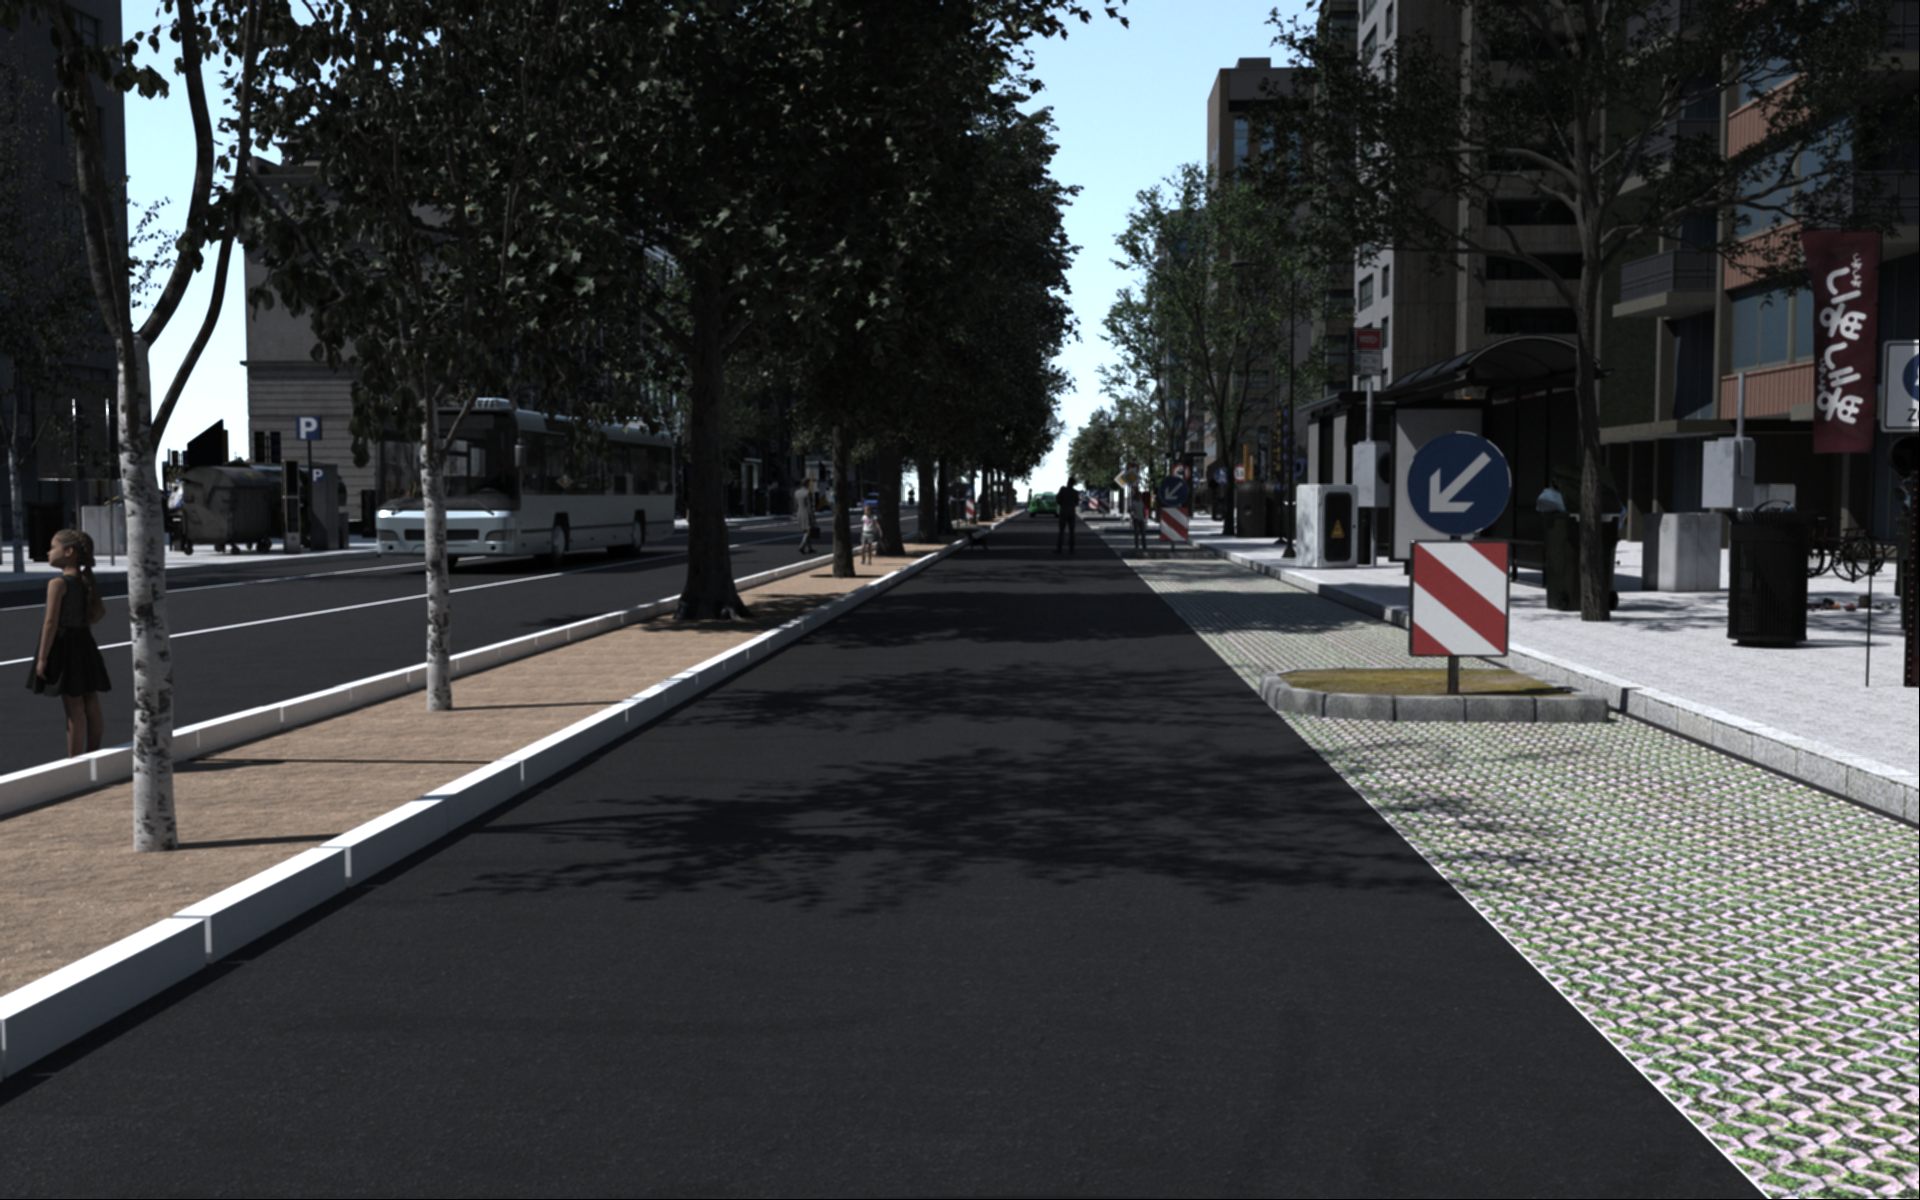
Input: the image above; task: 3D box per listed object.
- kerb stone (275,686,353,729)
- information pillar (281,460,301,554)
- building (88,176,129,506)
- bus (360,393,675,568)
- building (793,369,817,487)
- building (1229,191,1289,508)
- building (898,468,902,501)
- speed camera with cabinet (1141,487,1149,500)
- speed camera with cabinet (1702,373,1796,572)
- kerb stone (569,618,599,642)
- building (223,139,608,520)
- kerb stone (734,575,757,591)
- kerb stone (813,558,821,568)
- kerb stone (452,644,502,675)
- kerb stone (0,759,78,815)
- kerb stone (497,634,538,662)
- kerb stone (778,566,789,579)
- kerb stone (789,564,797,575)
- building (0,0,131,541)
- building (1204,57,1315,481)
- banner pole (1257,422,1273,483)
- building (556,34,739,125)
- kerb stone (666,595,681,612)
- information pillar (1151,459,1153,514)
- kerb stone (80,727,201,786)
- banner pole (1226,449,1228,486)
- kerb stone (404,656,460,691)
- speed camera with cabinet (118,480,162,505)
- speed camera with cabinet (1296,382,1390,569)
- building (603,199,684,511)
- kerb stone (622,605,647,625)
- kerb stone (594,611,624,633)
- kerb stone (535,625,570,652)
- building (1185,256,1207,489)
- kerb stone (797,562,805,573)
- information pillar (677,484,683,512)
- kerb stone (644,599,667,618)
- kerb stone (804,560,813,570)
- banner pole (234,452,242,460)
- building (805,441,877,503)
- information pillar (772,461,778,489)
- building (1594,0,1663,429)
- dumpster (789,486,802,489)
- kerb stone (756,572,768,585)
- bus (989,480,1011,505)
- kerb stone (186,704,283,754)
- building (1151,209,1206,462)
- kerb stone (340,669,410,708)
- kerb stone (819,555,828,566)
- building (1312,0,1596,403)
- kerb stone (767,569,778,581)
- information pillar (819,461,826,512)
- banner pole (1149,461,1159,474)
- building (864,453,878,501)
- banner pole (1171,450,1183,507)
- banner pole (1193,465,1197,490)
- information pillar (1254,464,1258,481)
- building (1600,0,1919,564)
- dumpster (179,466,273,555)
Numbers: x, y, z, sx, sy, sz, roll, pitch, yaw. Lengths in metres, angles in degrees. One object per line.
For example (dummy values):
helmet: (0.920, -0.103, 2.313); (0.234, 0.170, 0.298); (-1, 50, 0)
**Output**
kerb stone: (-4.125, 0.690, 10.980); (0.120, 0.150, 1.000); (0, 4, 3)
information pillar: (-14.360, -2.000, 37.185); (0.304, 2.012, 0.304); (-2, 4, -32)
building: (-54.505, -14.744, 90.211); (18.267, 20.994, 9.793); (0, 4, 3)
bus: (-8.786, -2.538, 36.350); (2.948, 3.499, 13.247); (0, 4, 4)
building: (-27.986, -32.853, 191.768); (22.147, 44.769, 28.867); (0, 4, 3)
building: (32.636, -24.082, 165.447); (14.160, 30.474, 14.107); (0, 4, 3)
building: (-17.646, -32.292, 299.670); (14.160, 30.474, 14.107); (0, 4, 3)
speed camera with cabinet: (15.222, -8.955, 140.749); (0.660, 3.252, 2.038); (-3, 4, -38)
speed camera with cabinet: (13.188, -2.115, 28.920); (2.038, 3.252, 0.660); (-3, 4, -37)
kerb stone: (-3.784, 0.310, 17.123); (0.120, 0.150, 1.000); (0, 4, 3)
building: (-28.661, -15.566, 96.298); (13.314, 21.916, 24.055); (0, 4, 3)
kerb stone: (-3.271, -0.254, 26.342); (0.120, 0.150, 1.000); (0, 4, 3)
kerb stone: (-2.872, -0.687, 33.507); (0.120, 0.150, 1.000); (0, 4, 3)
kerb stone: (-3.956, 0.498, 14.049); (0.120, 0.150, 1.000); (0, 4, 3)
kerb stone: (-4.299, 0.875, 7.898); (0.120, 0.150, 1.000); (0, 4, 3)
kerb stone: (-3.903, 0.436, 15.070); (0.120, 0.150, 1.000); (0, 4, 3)
kerb stone: (-3.090, -0.442, 29.420); (0.120, 0.150, 1.000); (0, 4, 3)
kerb stone: (-3.038, -0.504, 30.442); (0.120, 0.150, 1.000); (0, 4, 3)
building: (-31.948, -22.244, 47.280); (14.086, 41.232, 14.154); (0, 4, 3)
building: (32.955, -32.356, 179.125); (14.600, 45.320, 14.200); (0, 4, 3)
banner pole: (10.600, -4.280, 59.994); (0.863, 3.779, 0.401); (-2, 4, -34)
building: (-29.229, -31.083, 162.830); (22.147, 44.769, 28.867); (0, 4, 3)
kerb stone: (-3.556, 0.062, 21.220); (0.120, 0.150, 1.000); (0, 4, 3)
information pillar: (12.640, -7.513, 114.193); (0.183, 3.616, 0.504); (-1, 4, -9)
kerb stone: (-4.234, 0.812, 8.927); (0.120, 0.150, 1.000); (0, 4, 3)
banner pole: (14.934, -6.507, 96.400); (0.401, 3.779, 0.863); (2, 4, 29)
kerb stone: (-4.012, 0.561, 13.023); (0.120, 0.150, 1.000); (0, 4, 3)
speed camera with cabinet: (-28.566, -4.035, 60.311); (2.038, 3.252, 0.660); (3, 5, 39)
speed camera with cabinet: (6.775, -2.188, 30.114); (2.038, 3.252, 0.660); (-2, 4, -34)
building: (-27.482, -19.812, 121.190); (12.463, 27.353, 25.104); (0, 4, 3)
kerb stone: (-3.672, 0.188, 19.173); (0.120, 0.150, 1.000); (0, 4, 3)
kerb stone: (-3.730, 0.248, 18.144); (0.120, 0.150, 1.000); (0, 4, 3)
kerb stone: (-3.844, 0.373, 16.090); (0.120, 0.150, 1.000); (0, 4, 3)
building: (46.757, -34.859, 261.828); (32.217, 40.220, 23.993); (0, 4, 3)
kerb stone: (-2.987, -0.563, 31.466); (0.120, 0.150, 1.000); (0, 4, 3)
information pillar: (-19.579, -7.130, 121.063); (0.304, 2.012, 0.304); (-2, 4, -35)
kerb stone: (-3.615, 0.124, 20.199); (0.120, 0.150, 1.000); (0, 4, 3)
kerb stone: (-2.932, -0.629, 32.486); (0.120, 0.150, 1.000); (0, 4, 3)
banner pole: (-42.670, -6.876, 102.446); (0.863, 3.779, 0.401); (2, 4, 33)
building: (-27.034, -40.812, 256.522); (28.713, 52.752, 27.495); (0, 4, 3)
information pillar: (-13.095, -8.040, 122.815); (0.504, 3.616, 0.183); (0, 4, 2)
building: (27.925, -19.274, 86.830); (14.107, 30.474, 14.160); (0, 4, 3)
dumpster: (-11.542, -7.114, 122.077); (1.264, 1.857, 1.865); (0, 4, 3)
kerb stone: (-3.212, -0.317, 27.372); (0.120, 0.150, 1.000); (0, 4, 3)
bus: (5.149, -13.553, 216.451); (2.948, 3.499, 13.247); (0, 4, 2)
kerb stone: (-4.187, 0.749, 9.954); (0.120, 0.150, 1.000); (0, 4, 3)
building: (43.479, -40.939, 288.956); (23.786, 49.044, 30.456); (0, 4, 3)
kerb stone: (-4.074, 0.623, 12.002); (0.120, 0.150, 1.000); (0, 4, 3)
kerb stone: (-2.807, -0.754, 34.527); (0.120, 0.150, 1.000); (0, 4, 3)
building: (27.637, -20.207, 102.078); (14.160, 30.474, 14.107); (0, 4, 3)
kerb stone: (-3.166, -0.377, 28.397); (0.120, 0.150, 1.000); (0, 4, 3)
information pillar: (-9.627, -7.929, 120.996); (0.504, 3.616, 0.183); (0, 4, 5)
banner pole: (13.535, -7.971, 120.337); (0.863, 3.779, 0.401); (0, 4, 3)
building: (-22.622, -40.204, 281.042); (21.300, 48.544, 21.600); (0, 4, 3)
banner pole: (10.716, -5.854, 85.732); (0.863, 3.779, 0.401); (2, 4, 24)
banner pole: (17.742, -8.658, 131.567); (0.401, 3.779, 0.863); (-2, 4, -33)
information pillar: (23.029, -8.748, 134.389); (0.504, 3.616, 0.183); (-1, 4, -12)
building: (27.099, -23.336, 36.172); (22.147, 44.769, 28.867); (0, 4, 3)
dumpster: (-15.605, -1.901, 36.843); (1.264, 1.857, 1.865); (0, 4, 3)
